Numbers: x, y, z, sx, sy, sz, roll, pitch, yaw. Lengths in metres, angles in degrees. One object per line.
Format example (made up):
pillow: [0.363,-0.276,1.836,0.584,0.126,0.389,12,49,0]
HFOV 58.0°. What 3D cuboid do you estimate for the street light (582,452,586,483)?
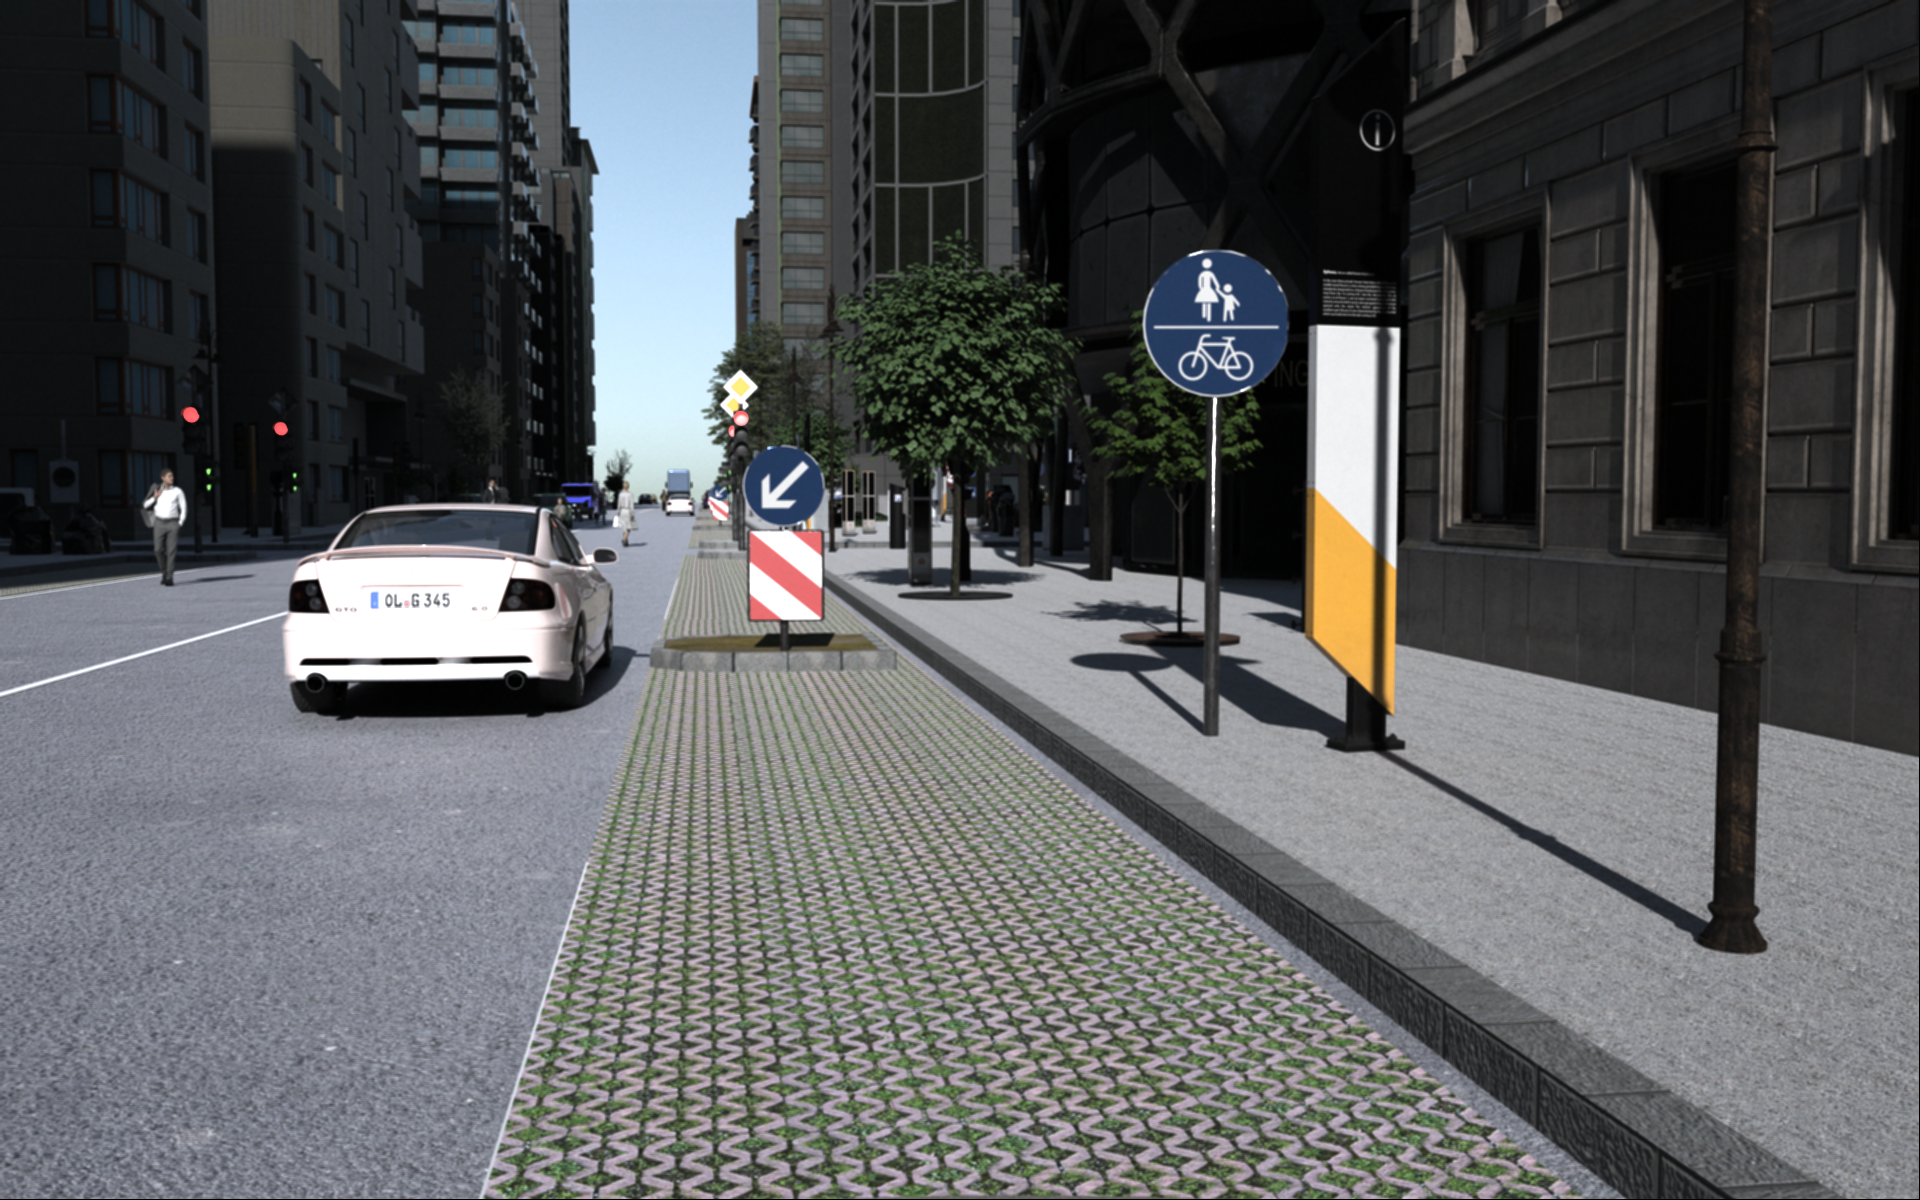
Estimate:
street light: [-41.023,-13.243,189.308,0.468,5.910,1.993,-1,4,-8]

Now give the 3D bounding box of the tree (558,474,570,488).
tree: [-38.078,-10.564,167.323,1.663,3.219,1.824,0,3,0]

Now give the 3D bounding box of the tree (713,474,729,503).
tree: [-35.506,-16.955,260.924,4.285,4.588,4.351,0,3,0]

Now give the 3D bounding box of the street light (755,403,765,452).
street light: [-10.056,-7.013,87.448,0.468,5.910,1.993,-1,4,-8]

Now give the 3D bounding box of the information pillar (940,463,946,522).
information pillar: [-0.770,-5.481,80.971,0.183,3.616,0.504,-1,4,-18]

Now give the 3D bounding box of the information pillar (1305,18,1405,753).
information pillar: [1.967,-1.054,8.593,0.504,3.616,0.183,-1,4,-19]

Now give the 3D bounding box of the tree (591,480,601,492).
tree: [-44.073,-13.175,210.017,1.663,3.219,1.824,0,3,0]

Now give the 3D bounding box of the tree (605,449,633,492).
tree: [-54.352,-19.969,276.851,4.360,8.622,3.978,0,3,0]

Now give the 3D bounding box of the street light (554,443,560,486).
street light: [-36.120,-11.178,155.547,0.468,5.910,1.993,-1,4,-8]

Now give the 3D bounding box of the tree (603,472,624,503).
tree: [-51.372,-16.743,257.466,4.285,4.588,4.351,0,3,0]

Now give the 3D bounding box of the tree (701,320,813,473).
tree: [-13.193,-11.942,113.384,7.486,12.596,7.792,0,3,0]

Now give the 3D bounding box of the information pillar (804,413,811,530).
information pillar: [-4.419,-3.598,50.186,0.183,3.616,0.504,-1,4,-16]

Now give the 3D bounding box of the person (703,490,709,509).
person: [-24.366,-9.683,166.827,0.705,1.822,1.348,3,4,37]

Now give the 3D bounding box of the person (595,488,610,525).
person: [-16.488,-4.313,79.850,0.643,1.720,0.563,2,4,30]

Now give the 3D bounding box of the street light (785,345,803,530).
street light: [-5.159,-4.963,53.938,0.468,5.910,1.993,-1,4,-8]

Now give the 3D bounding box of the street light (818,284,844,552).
street light: [-2.835,-4.003,38.231,0.468,5.910,1.993,-1,4,-8]

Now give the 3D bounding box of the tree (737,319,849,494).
tree: [-6.818,-7.548,73.765,4.360,8.622,3.978,0,3,0]

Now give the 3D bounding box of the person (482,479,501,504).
person: [-14.508,-2.804,53.715,0.474,1.900,0.648,0,4,1]

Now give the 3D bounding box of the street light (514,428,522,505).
street light: [-30.999,-9.111,121.747,0.468,5.910,1.993,-1,4,-8]

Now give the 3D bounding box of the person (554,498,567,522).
person: [-14.044,-2.943,60.893,0.640,1.303,0.475,3,5,41]

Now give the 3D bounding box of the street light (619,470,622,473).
street light: [-53.072,-18.205,270.437,0.468,5.910,1.993,-1,4,-8]

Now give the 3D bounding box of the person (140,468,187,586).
person: [-12.488,-1.136,27.182,0.679,1.850,0.850,-1,4,-17]

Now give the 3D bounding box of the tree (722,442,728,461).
tree: [-26.121,-15.608,205.556,4.360,8.622,3.978,0,3,0]

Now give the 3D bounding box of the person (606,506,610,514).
person: [-24.330,-6.340,117.656,1.012,1.151,0.738,0,4,1]

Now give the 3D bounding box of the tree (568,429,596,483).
tree: [-43.175,-14.997,195.555,4.737,8.622,4.395,0,3,0]

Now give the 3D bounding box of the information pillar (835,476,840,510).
information pillar: [-6.134,-5.765,85.618,0.504,3.616,0.183,3,5,44]

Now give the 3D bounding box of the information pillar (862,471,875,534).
information pillar: [-2.953,-3.154,56.057,0.304,2.012,0.304,-3,5,-41]

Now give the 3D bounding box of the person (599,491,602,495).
person: [-38.592,-10.853,186.043,1.348,1.812,0.705,0,4,6]

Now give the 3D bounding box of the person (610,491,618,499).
person: [-36.928,-10.835,185.784,0.705,1.807,1.348,3,5,42]

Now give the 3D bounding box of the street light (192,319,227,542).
street light: [-19.806,-4.468,45.837,0.468,5.910,1.993,-1,4,-8]

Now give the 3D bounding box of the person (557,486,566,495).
person: [-17.981,-4.236,77.856,0.616,1.811,0.778,-2,4,-24]

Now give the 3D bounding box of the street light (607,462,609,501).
street light: [-48.056,-16.147,236.791,0.468,5.910,1.993,-1,4,-8]

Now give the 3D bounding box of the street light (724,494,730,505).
street light: [-28.374,-14.565,210.930,0.468,5.910,1.993,-1,4,-8]

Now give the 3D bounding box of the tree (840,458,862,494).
tree: [-5.683,-6.007,92.822,1.663,3.219,1.824,0,3,0]

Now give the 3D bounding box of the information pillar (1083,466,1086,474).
information pillar: [6.379,-5.920,88.150,0.183,3.616,0.504,-3,4,-36]

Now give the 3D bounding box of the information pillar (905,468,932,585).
information pillar: [-0.566,-1.222,24.475,0.304,2.012,0.304,-1,4,-10]

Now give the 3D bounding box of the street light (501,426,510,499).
street light: [-29.833,-8.617,113.675,0.468,5.910,1.993,-1,4,-8]

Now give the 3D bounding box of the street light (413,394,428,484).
street light: [-24.944,-6.567,80.163,0.468,5.910,1.993,-1,4,-8]

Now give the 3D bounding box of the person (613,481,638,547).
person: [-9.127,-2.341,47.126,0.694,1.780,0.624,2,4,30]

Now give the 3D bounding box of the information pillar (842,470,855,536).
information pillar: [-3.396,-2.949,52.709,0.304,2.012,0.304,-2,4,-30]

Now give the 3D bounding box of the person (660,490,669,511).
person: [-25.295,-8.535,148.135,0.705,1.812,1.348,1,4,23]

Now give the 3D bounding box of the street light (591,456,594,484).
street light: [-43.160,-14.097,203.280,0.468,5.910,1.993,-1,4,-8]

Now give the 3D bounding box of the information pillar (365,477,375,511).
information pillar: [-26.089,-4.409,76.586,0.304,2.012,0.304,2,4,32]

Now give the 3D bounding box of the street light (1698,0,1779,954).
street light: [2.194,-1.954,4.740,0.468,5.910,1.993,-1,4,-8]

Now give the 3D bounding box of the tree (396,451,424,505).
tree: [-36.131,-7.834,111.798,4.285,4.588,4.351,0,3,0]
